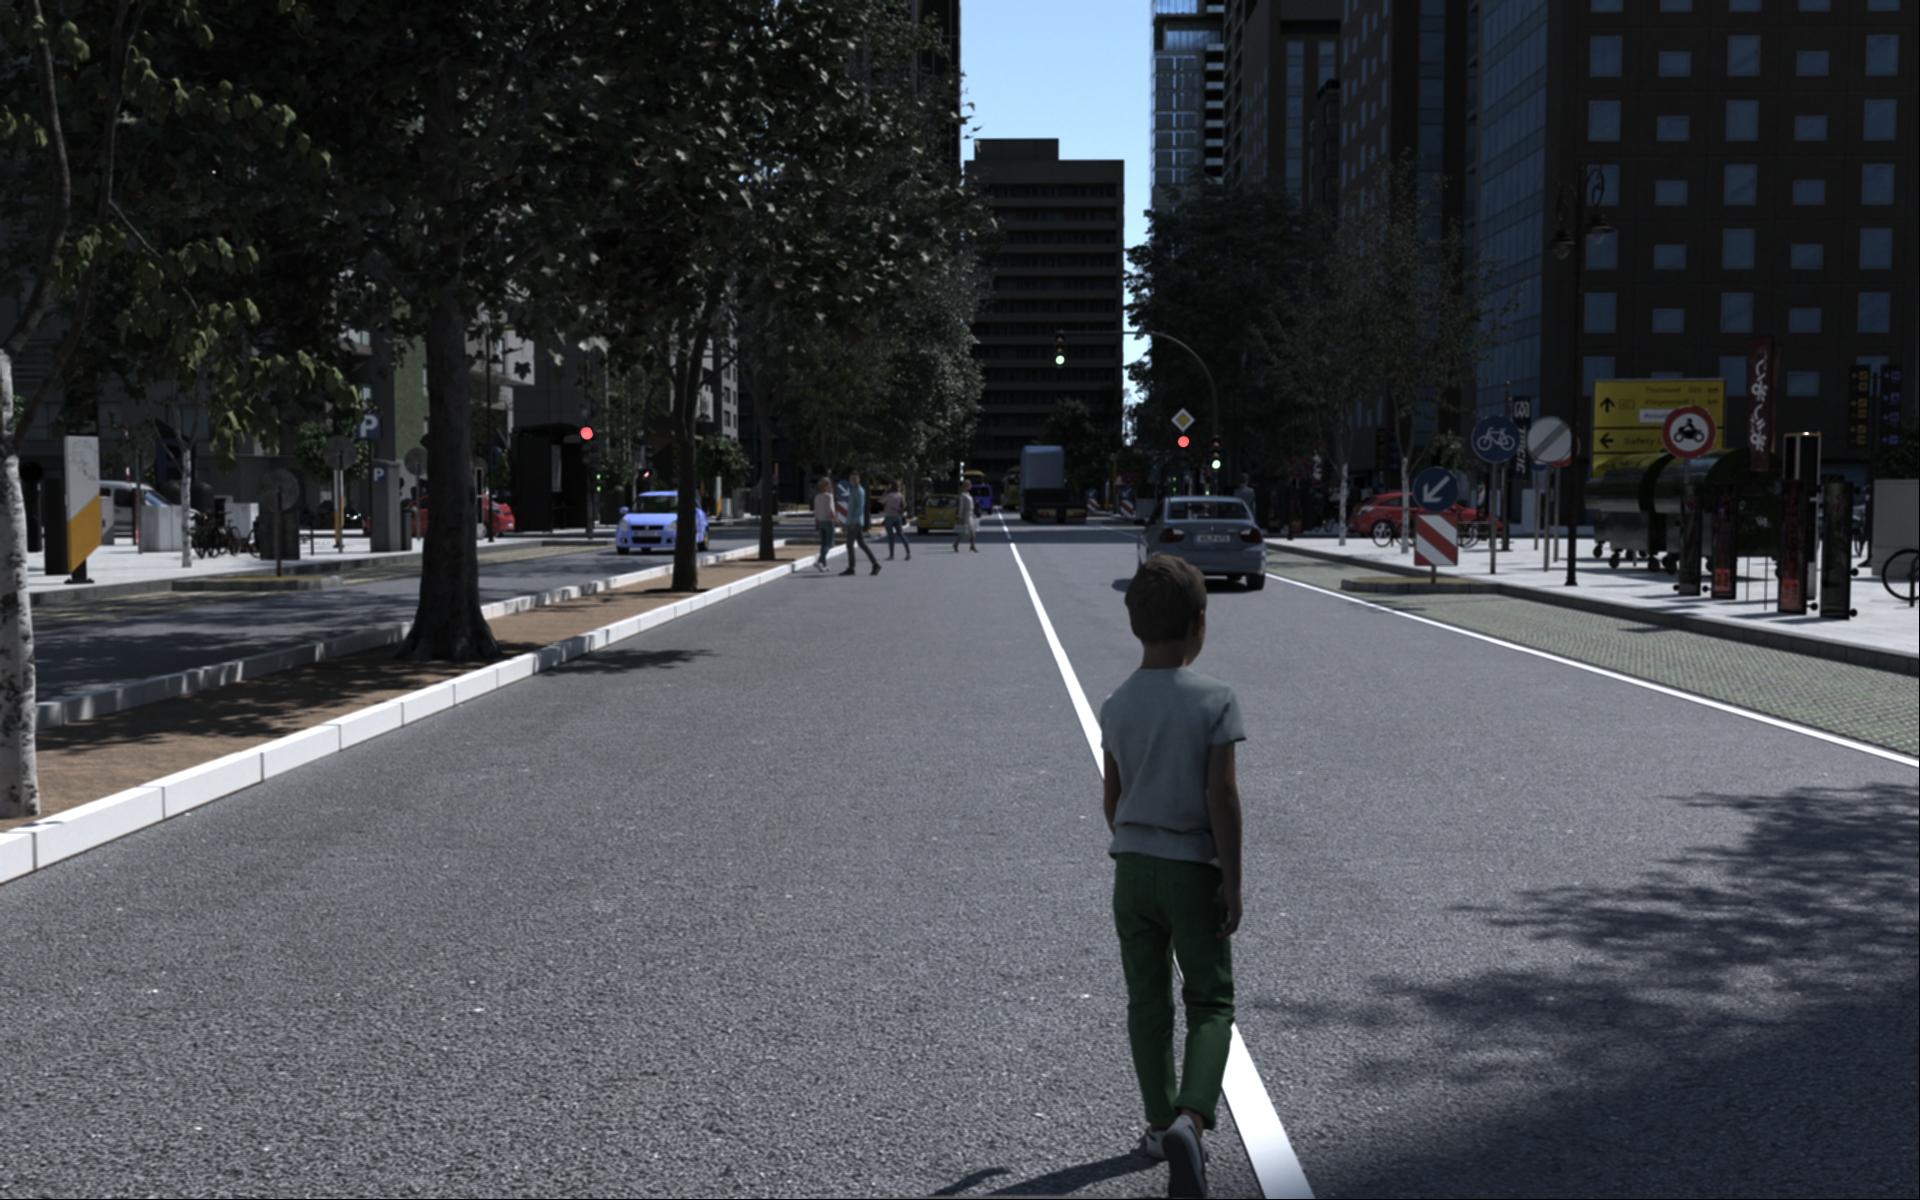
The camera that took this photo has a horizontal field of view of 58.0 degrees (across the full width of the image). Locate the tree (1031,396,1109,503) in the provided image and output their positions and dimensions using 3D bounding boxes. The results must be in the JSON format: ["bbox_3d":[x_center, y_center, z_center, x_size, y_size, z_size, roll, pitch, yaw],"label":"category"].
[{"bbox_3d":[12.610,-17.360,200.844,9.611,12.733,9.660,0,3,0],"label":"tree"}]

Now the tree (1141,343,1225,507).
[{"bbox_3d":[10.266,-7.766,77.329,4.360,8.622,3.978,0,3,0],"label":"tree"}]

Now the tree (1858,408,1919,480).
[{"bbox_3d":[35.392,-4.947,64.591,4.285,4.588,4.351,0,3,0],"label":"tree"}]

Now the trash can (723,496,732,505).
[{"bbox_3d":[-14.094,-5.861,107.478,0.748,1.137,0.748,0,3,0],"label":"trash can"}]

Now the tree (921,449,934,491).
[{"bbox_3d":[-2.955,-8.368,89.643,4.737,8.622,4.395,0,3,0],"label":"tree"}]

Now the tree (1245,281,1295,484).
[{"bbox_3d":[9.455,-5.671,43.076,4.360,8.622,3.978,0,3,0],"label":"tree"}]

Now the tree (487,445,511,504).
[{"bbox_3d":[-18.016,-4.525,68.583,1.663,3.219,1.824,0,3,0],"label":"tree"}]

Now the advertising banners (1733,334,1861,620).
[{"bbox_3d":[8.939,-1.364,18.489,0.090,3.025,2.074,0,4,-6],"label":"advertising banners"}]

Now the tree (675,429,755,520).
[{"bbox_3d":[-11.991,-6.304,86.778,4.285,4.588,4.351,0,3,0],"label":"tree"}]

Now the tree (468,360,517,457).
[{"bbox_3d":[-25.130,-8.519,89.655,4.360,8.622,3.978,0,3,0],"label":"tree"}]

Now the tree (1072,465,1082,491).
[{"bbox_3d":[12.223,-11.001,163.579,4.285,4.588,4.351,0,3,0],"label":"tree"}]

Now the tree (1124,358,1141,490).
[{"bbox_3d":[10.256,-8.529,89.817,4.360,8.622,3.978,0,3,0],"label":"tree"}]

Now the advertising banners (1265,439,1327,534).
[{"bbox_3d":[10.828,-3.651,55.879,2.074,3.025,0.090,2,4,33],"label":"advertising banners"}]

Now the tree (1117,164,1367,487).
[{"bbox_3d":[10.846,-9.821,67.224,9.857,13.997,8.962,0,3,0],"label":"tree"}]

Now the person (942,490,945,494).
[{"bbox_3d":[-1.396,-8.813,152.674,0.705,1.814,1.350,1,4,18],"label":"person"}]

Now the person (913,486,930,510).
[{"bbox_3d":[-1.562,-3.800,70.987,0.716,1.782,0.532,0,4,1],"label":"person"}]

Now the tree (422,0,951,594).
[{"bbox_3d":[-3.905,-5.906,24.784,9.928,11.665,9.643,0,3,0],"label":"tree"}]

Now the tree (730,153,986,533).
[{"bbox_3d":[-3.622,-9.337,61.765,9.857,13.997,8.962,0,3,0],"label":"tree"}]

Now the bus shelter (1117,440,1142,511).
[{"bbox_3d":[12.410,-9.077,126.035,2.179,5.291,8.768,0,4,1],"label":"bus shelter"}]

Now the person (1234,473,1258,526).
[{"bbox_3d":[5.368,-1.478,32.694,0.581,1.822,0.654,-1,4,-9],"label":"person"}]

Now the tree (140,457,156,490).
[{"bbox_3d":[-29.932,-4.321,65.252,1.663,3.219,1.824,0,3,0],"label":"tree"}]

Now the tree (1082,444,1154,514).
[{"bbox_3d":[11.109,-7.963,113.909,4.285,4.588,4.351,0,3,0],"label":"tree"}]

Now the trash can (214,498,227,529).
[{"bbox_3d":[-27.662,-3.230,64.471,0.748,1.137,0.748,0,3,0],"label":"trash can"}]

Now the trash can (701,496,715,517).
[{"bbox_3d":[-14.173,-5.221,97.023,0.748,1.137,0.748,0,3,0],"label":"trash can"}]

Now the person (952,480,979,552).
[{"bbox_3d":[0.142,-2.076,42.788,0.624,1.780,0.694,2,4,33],"label":"person"}]

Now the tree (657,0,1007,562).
[{"bbox_3d":[-4.098,-7.561,36.456,12.009,13.543,11.850,0,3,0],"label":"tree"}]

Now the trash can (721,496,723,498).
[{"bbox_3d":[-17.603,-7.020,126.438,0.748,1.137,0.748,0,3,0],"label":"trash can"}]

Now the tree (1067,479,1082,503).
[{"bbox_3d":[12.162,-11.612,184.456,1.663,3.219,1.824,0,3,0],"label":"tree"}]

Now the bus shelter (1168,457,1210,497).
[{"bbox_3d":[12.939,-6.322,97.286,2.014,3.302,5.546,0,4,1],"label":"bus shelter"}]

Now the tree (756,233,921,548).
[{"bbox_3d":[-3.391,-5.671,45.534,4.737,8.622,4.395,0,3,0],"label":"tree"}]

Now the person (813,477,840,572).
[{"bbox_3d":[-2.495,-1.393,31.942,0.731,1.740,0.598,2,4,33],"label":"person"}]

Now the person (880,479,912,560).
[{"bbox_3d":[-1.363,-1.748,37.676,0.593,1.750,0.643,-3,5,-40],"label":"person"}]

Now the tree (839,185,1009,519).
[{"bbox_3d":[-4.017,-14.662,98.068,12.611,20.169,13.585,0,3,0],"label":"tree"}]

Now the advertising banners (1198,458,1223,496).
[{"bbox_3d":[11.943,-5.161,80.574,2.074,3.025,0.090,-1,4,-22],"label":"advertising banners"}]

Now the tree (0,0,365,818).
[{"bbox_3d":[-4.134,-3.325,7.181,4.737,8.622,4.395,0,3,0],"label":"tree"}]

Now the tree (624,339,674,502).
[{"bbox_3d":[-13.559,-7.355,70.614,4.737,8.622,4.395,0,3,0],"label":"tree"}]

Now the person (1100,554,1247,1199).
[{"bbox_3d":[0.437,0.560,3.595,0.306,1.304,0.590,1,4,8],"label":"person"}]

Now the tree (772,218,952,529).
[{"bbox_3d":[-3.928,-9.173,70.569,7.486,12.596,7.792,0,3,0],"label":"tree"}]

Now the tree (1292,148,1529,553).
[{"bbox_3d":[9.647,-5.297,36.962,4.360,8.622,3.978,0,3,0],"label":"tree"}]

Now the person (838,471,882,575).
[{"bbox_3d":[-1.767,-1.354,30.495,0.748,1.841,0.638,0,4,2],"label":"person"}]

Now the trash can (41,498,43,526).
[{"bbox_3d":[-36.915,-3.569,70.014,0.748,1.137,0.748,0,3,0],"label":"trash can"}]

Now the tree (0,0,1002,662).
[{"bbox_3d":[-4.450,-5.837,14.908,9.611,12.733,9.660,0,3,0],"label":"tree"}]

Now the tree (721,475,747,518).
[{"bbox_3d":[-12.650,-6.105,94.417,1.663,3.219,1.824,0,3,0],"label":"tree"}]

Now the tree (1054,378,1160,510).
[{"bbox_3d":[11.663,-12.551,139.619,8.767,10.594,7.601,-1,4,-20],"label":"tree"}]

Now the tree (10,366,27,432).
[{"bbox_3d":[-19.330,-2.999,32.745,4.285,4.588,4.351,0,3,0],"label":"tree"}]

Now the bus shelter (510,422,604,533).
[{"bbox_3d":[-13.859,-4.198,59.921,1.731,3.624,6.357,0,4,1],"label":"bus shelter"}]

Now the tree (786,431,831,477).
[{"bbox_3d":[-10.986,-12.791,143.538,7.601,10.594,8.767,0,4,3],"label":"tree"}]

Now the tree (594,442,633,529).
[{"bbox_3d":[-13.260,-4.286,64.684,1.663,3.219,1.824,0,3,0],"label":"tree"}]

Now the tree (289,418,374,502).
[{"bbox_3d":[-24.089,-5.074,66.674,4.285,4.588,4.351,0,3,0],"label":"tree"}]

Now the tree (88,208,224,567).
[{"bbox_3d":[-13.674,-4.889,30.293,4.360,8.622,3.978,0,3,0],"label":"tree"}]

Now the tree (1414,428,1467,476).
[{"bbox_3d":[24.263,-6.226,85.508,4.285,4.588,4.351,0,3,0],"label":"tree"}]
